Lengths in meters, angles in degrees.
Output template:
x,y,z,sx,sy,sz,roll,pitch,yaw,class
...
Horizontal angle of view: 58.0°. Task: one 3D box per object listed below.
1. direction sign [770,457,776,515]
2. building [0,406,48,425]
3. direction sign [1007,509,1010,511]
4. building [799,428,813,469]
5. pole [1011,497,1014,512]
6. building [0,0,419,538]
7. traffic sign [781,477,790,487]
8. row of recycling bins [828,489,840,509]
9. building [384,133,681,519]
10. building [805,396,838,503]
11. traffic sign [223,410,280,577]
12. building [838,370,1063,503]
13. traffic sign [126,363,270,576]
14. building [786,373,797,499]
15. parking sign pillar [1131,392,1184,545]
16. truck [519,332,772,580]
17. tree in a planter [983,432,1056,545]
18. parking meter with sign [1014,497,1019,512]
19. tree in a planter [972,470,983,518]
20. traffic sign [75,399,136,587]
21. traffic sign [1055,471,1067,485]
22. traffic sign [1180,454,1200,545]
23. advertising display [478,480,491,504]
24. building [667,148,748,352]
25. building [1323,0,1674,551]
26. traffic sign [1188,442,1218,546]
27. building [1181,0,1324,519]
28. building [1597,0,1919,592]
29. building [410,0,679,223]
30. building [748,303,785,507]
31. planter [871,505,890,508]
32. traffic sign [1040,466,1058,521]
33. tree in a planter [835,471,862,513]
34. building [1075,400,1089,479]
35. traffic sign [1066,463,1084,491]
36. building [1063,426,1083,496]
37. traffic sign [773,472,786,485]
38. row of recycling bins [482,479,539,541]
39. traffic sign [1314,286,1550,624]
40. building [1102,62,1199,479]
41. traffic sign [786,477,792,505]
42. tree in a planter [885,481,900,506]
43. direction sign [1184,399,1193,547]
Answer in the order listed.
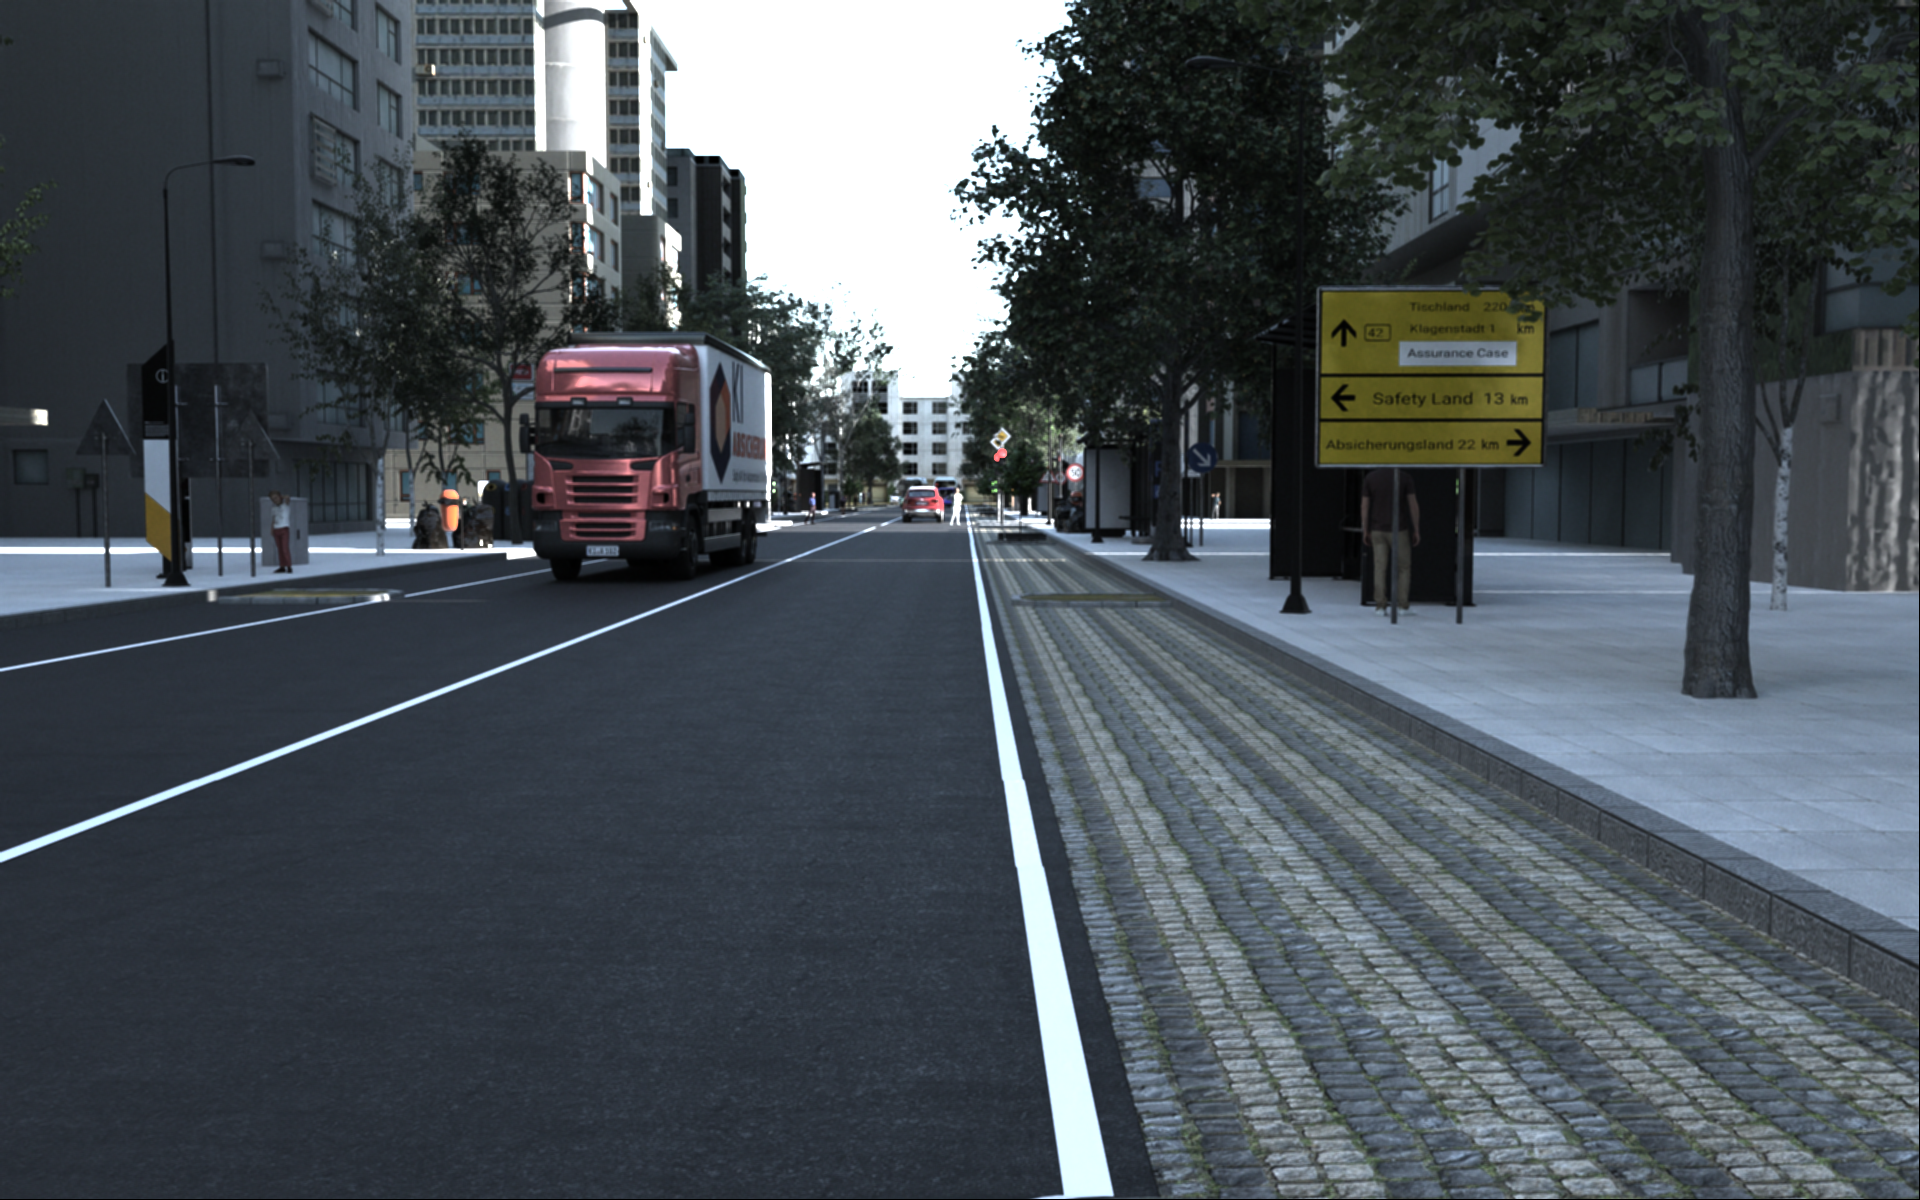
x,y,z,sx,sy,sz,roll,pitch,yaw,class
-11.469,-6.922,105.165,0.876,3.537,0.379,3,5,45,direction sign
-33.420,-26.528,22.978,28.713,52.752,27.495,0,3,0,building
3.774,-8.645,133.346,0.379,3.537,0.876,1,4,18,direction sign
-32.899,-16.999,220.085,28.070,9.664,9.099,0,3,0,building
3.776,-8.008,124.776,0.158,3.312,0.155,0,3,0,pole
-26.178,-22.808,56.498,14.086,41.232,14.154,0,3,0,building
-13.013,-7.877,128.887,0.768,2.556,0.104,0,4,2,traffic sign
-10.976,-8.808,151.116,1.069,1.692,3.534,0,4,-5,row of recycling bins
-32.551,-15.715,101.975,27.650,21.520,28.899,0,3,0,building
-32.811,-23.790,255.423,31.486,18.905,16.747,0,3,0,building
-10.942,-1.636,26.744,0.884,2.594,0.081,0,4,2,traffic sign
-1.324,-23.819,255.903,31.486,18.905,16.747,0,3,0,building
-11.876,-2.026,26.993,2.265,3.308,0.079,0,4,4,traffic sign
-27.050,-21.272,204.221,16.016,20.091,11.380,0,3,0,building
5.130,-3.426,44.492,1.447,3.967,1.447,0,4,4,parking sign pillar
-5.513,-2.655,32.324,2.839,4.237,11.283,0,4,2,truck
1.734,-3.196,49.485,1.991,3.239,1.994,0,3,0,tree in a planter
4.112,-7.989,126.880,0.543,3.016,1.738,0,4,-1,parking meter with sign
1.850,-6.593,105.021,1.991,3.239,1.994,0,3,0,tree in a planter
-11.733,-1.454,23.781,0.884,2.594,0.081,0,4,7,traffic sign
5.574,-5.875,96.162,0.768,2.556,0.104,0,4,2,traffic sign
5.782,-2.515,43.254,0.606,2.300,0.079,1,4,8,traffic sign
-22.213,-4.673,81.619,0.974,1.923,0.123,-1,4,-20,advertising display
-25.870,-22.972,147.293,14.160,30.474,14.107,0,3,0,building
26.536,-28.129,49.154,28.713,52.752,27.495,0,3,0,building
5.945,-2.600,42.623,0.768,2.556,0.104,0,4,6,traffic sign
26.448,-27.090,97.542,28.867,44.769,22.147,0,3,0,building
18.648,-21.082,28.289,14.154,41.232,14.086,0,3,0,building
-34.880,-26.674,128.001,32.217,40.220,23.993,0,3,0,building
-27.288,-18.658,171.508,16.747,18.905,31.486,0,3,0,building
-8.364,-9.878,182.652,1.991,0.319,1.994,0,3,0,planter
4.063,-4.877,79.739,0.884,2.594,0.081,1,4,9,traffic sign
-8.475,-8.242,131.977,1.991,3.239,1.994,0,3,0,tree in a planter
20.561,-20.163,186.086,16.016,20.091,11.380,0,3,0,building
4.783,-4.380,71.719,0.768,2.556,0.104,0,4,7,traffic sign
31.036,-23.786,255.357,31.486,18.905,16.747,0,3,0,building
-10.644,-6.240,101.749,0.795,2.593,0.064,0,4,5,traffic sign
-11.960,-2.488,47.796,3.534,1.692,1.069,3,5,41,row of recycling bins
4.621,-1.417,17.041,2.265,3.308,0.079,0,4,1,traffic sign
21.039,-36.531,139.279,21.231,58.520,28.212,0,3,0,building
-12.993,-7.928,129.734,0.768,2.556,0.104,1,4,10,traffic sign
-8.295,-13.024,210.159,1.991,3.239,1.994,0,3,0,tree in a planter
5.460,-3.047,41.814,0.379,3.537,0.876,0,4,2,direction sign
